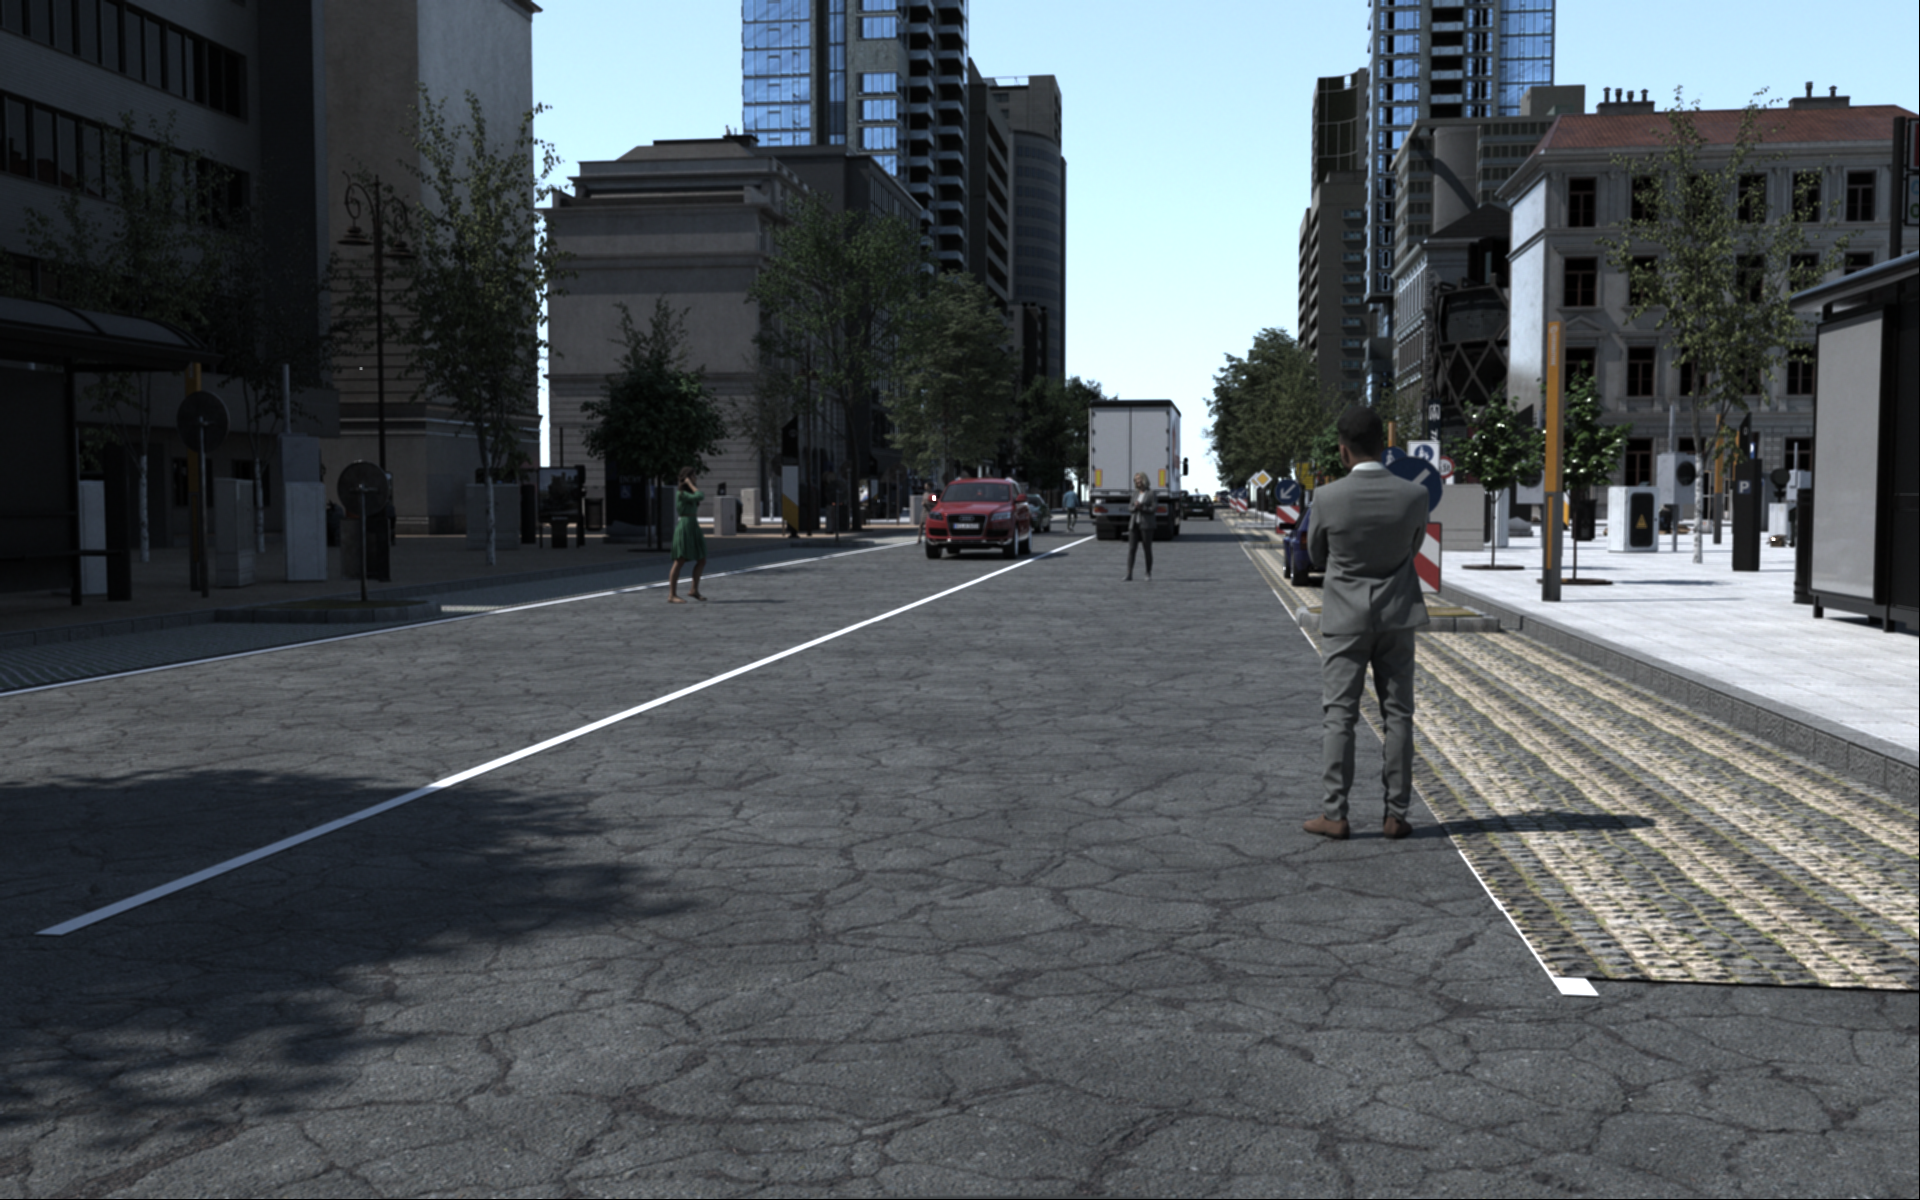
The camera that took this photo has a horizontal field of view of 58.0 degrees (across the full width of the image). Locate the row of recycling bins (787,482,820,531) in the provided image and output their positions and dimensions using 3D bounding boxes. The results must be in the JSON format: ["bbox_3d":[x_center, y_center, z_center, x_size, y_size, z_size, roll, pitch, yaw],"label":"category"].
[{"bbox_3d":[-5.563,-3.305,61.145,1.069,1.692,3.534,0,4,2],"label":"row of recycling bins"}]

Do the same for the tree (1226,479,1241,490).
[{"bbox_3d":[46.383,-18.767,290.550,4.285,4.588,4.351,0,3,0],"label":"tree"}]

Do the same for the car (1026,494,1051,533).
[{"bbox_3d":[2.316,-3.245,64.858,2.131,1.459,4.920,1,4,9],"label":"car"}]

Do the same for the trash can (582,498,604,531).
[{"bbox_3d":[-12.709,-2.962,60.090,0.748,1.137,0.748,0,3,0],"label":"trash can"}]

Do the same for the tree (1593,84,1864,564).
[{"bbox_3d":[13.841,-4.971,31.642,4.737,8.622,4.395,0,3,0],"label":"tree"}]

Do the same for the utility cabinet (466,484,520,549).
[{"bbox_3d":[-10.739,-1.904,39.810,1.173,1.500,0.318,-1,4,-17],"label":"utility cabinet"}]

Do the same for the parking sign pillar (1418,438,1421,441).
[{"bbox_3d":[22.227,-5.799,83.283,1.447,3.967,1.447,1,4,17],"label":"parking sign pillar"}]

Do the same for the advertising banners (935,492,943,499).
[{"bbox_3d":[-1.920,-7.073,111.826,2.074,3.025,0.090,-2,4,-25],"label":"advertising banners"}]

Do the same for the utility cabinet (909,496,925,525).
[{"bbox_3d":[-1.664,-3.735,72.234,0.306,1.237,1.020,3,4,39],"label":"utility cabinet"}]

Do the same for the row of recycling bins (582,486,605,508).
[{"bbox_3d":[-30.260,-8.159,140.518,1.069,1.692,3.534,2,4,24],"label":"row of recycling bins"}]

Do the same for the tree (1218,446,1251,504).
[{"bbox_3d":[38.926,-19.164,239.090,9.928,11.665,9.643,0,3,0],"label":"tree"}]

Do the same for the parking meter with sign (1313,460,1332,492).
[{"bbox_3d":[18.387,-5.481,85.882,1.738,3.016,0.543,0,4,2],"label":"parking meter with sign"}]

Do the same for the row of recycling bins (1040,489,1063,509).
[{"bbox_3d":[7.820,-8.820,151.317,1.069,1.692,3.534,-2,4,-30],"label":"row of recycling bins"}]

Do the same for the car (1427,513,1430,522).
[{"bbox_3d":[20.086,-3.711,72.682,4.499,1.417,2.014,1,4,9],"label":"car"}]

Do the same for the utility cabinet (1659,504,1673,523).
[{"bbox_3d":[30.666,-4.058,75.035,0.318,1.500,1.173,3,5,44],"label":"utility cabinet"}]

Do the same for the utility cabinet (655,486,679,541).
[{"bbox_3d":[-8.193,-2.327,46.719,1.173,1.500,0.318,1,4,15],"label":"utility cabinet"}]

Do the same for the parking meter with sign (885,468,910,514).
[{"bbox_3d":[-4.188,-7.181,113.673,1.738,3.016,0.543,1,4,17],"label":"parking meter with sign"}]

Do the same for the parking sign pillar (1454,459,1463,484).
[{"bbox_3d":[25.479,-6.084,87.952,1.447,3.967,1.447,-3,5,-40],"label":"parking sign pillar"}]

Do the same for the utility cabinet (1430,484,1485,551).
[{"bbox_3d":[11.162,-1.848,38.891,1.173,1.500,0.318,1,4,18],"label":"utility cabinet"}]

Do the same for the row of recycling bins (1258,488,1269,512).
[{"bbox_3d":[22.355,-7.340,127.116,1.069,1.692,3.534,0,4,7],"label":"row of recycling bins"}]

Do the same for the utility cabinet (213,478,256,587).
[{"bbox_3d":[-10.062,-0.941,24.072,0.318,1.500,1.173,-1,4,-12],"label":"utility cabinet"}]

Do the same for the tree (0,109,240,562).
[{"bbox_3d":[-15.733,-5.035,32.689,4.737,8.622,4.395,0,3,0],"label":"tree"}]

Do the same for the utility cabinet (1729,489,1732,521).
[{"bbox_3d":[36.521,-4.444,81.339,0.318,1.500,1.173,3,5,43],"label":"utility cabinet"}]

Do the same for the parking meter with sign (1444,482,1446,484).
[{"bbox_3d":[30.972,-7.044,111.429,0.543,3.016,1.738,3,5,43],"label":"parking meter with sign"}]

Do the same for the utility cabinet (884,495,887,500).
[{"bbox_3d":[-4.945,-6.409,115.947,0.306,1.237,1.020,0,4,-1],"label":"utility cabinet"}]

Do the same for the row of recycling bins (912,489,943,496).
[{"bbox_3d":[-2.255,-8.339,143.463,3.534,1.692,1.069,1,4,15],"label":"row of recycling bins"}]

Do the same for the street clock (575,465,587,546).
[{"bbox_3d":[-9.436,-2.353,43.040,0.358,2.002,0.471,0,4,-5],"label":"street clock"}]

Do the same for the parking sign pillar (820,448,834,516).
[{"bbox_3d":[-7.826,-6.956,102.198,1.447,3.967,1.447,1,4,17],"label":"parking sign pillar"}]

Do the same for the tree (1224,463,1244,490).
[{"bbox_3d":[40.055,-18.388,250.999,4.360,8.622,3.978,0,3,0],"label":"tree"}]

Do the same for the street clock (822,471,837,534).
[{"bbox_3d":[-4.149,-3.085,55.013,0.358,2.002,0.471,3,5,40],"label":"street clock"}]

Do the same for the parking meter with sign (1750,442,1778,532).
[{"bbox_3d":[27.491,-3.827,58.837,1.738,3.016,0.543,-1,4,-16],"label":"parking meter with sign"}]

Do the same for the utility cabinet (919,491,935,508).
[{"bbox_3d":[-2.162,-6.137,109.020,1.173,1.500,0.318,-1,4,-10],"label":"utility cabinet"}]

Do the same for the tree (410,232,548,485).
[{"bbox_3d":[-13.357,-6.013,48.669,4.360,8.622,3.978,0,3,0],"label":"tree"}]

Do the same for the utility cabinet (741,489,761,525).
[{"bbox_3d":[-8.503,-3.772,70.359,0.318,1.500,1.173,-2,4,-34],"label":"utility cabinet"}]

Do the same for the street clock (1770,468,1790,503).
[{"bbox_3d":[23.229,-2.723,49.096,0.471,2.002,0.358,0,4,-1],"label":"street clock"}]

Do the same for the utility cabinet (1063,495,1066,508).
[{"bbox_3d":[8.903,-8.755,154.305,1.020,1.237,0.306,0,4,-3],"label":"utility cabinet"}]

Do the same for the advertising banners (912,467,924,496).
[{"bbox_3d":[-2.567,-6.606,104.189,0.090,3.025,2.074,1,4,20],"label":"advertising banners"}]

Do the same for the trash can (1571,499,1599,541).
[{"bbox_3d":[17.016,-2.178,47.260,0.748,1.137,0.748,0,3,0],"label":"trash can"}]

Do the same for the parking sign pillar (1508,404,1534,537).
[{"bbox_3d":[16.467,-3.879,51.902,1.447,3.967,1.447,1,4,21],"label":"parking sign pillar"}]

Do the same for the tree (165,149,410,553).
[{"bbox_3d":[-15.144,-5.342,37.710,4.360,8.622,3.978,0,3,0],"label":"tree"}]

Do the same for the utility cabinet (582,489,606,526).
[{"bbox_3d":[-14.523,-3.719,69.481,1.173,1.500,0.318,-1,4,-21],"label":"utility cabinet"}]

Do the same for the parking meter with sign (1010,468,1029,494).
[{"bbox_3d":[4.250,-7.366,116.688,1.738,3.016,0.543,2,4,34],"label":"parking meter with sign"}]

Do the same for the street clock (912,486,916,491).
[{"bbox_3d":[-4.054,-9.138,153.984,0.358,2.002,0.471,-1,4,-19],"label":"street clock"}]

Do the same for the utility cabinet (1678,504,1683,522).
[{"bbox_3d":[33.288,-4.272,81.010,1.020,1.237,0.306,-1,4,-10],"label":"utility cabinet"}]

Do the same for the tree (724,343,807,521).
[{"bbox_3d":[-9.145,-8.113,83.013,4.360,8.622,3.978,0,3,0],"label":"tree"}]

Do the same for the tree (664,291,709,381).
[{"bbox_3d":[-11.390,-6.933,63.724,4.737,8.622,4.395,0,3,0],"label":"tree"}]

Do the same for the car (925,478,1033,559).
[{"bbox_3d":[0.491,-1.914,39.967,2.281,1.827,5.304,0,4,8],"label":"car"}]

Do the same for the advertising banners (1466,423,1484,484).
[{"bbox_3d":[12.096,-2.876,43.204,2.074,3.025,0.090,1,4,19],"label":"advertising banners"}]

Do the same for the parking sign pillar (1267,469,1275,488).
[{"bbox_3d":[27.066,-9.937,150.939,1.447,3.967,1.447,1,4,8],"label":"parking sign pillar"}]

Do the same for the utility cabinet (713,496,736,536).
[{"bbox_3d":[-7.227,-2.578,53.314,0.306,1.237,1.020,1,4,18],"label":"utility cabinet"}]

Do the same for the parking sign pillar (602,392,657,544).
[{"bbox_3d":[-8.632,-3.474,45.275,1.447,3.967,1.447,2,4,26],"label":"parking sign pillar"}]

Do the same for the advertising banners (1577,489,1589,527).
[{"bbox_3d":[22.985,-4.154,64.109,0.090,3.025,2.074,2,4,34],"label":"advertising banners"}]
